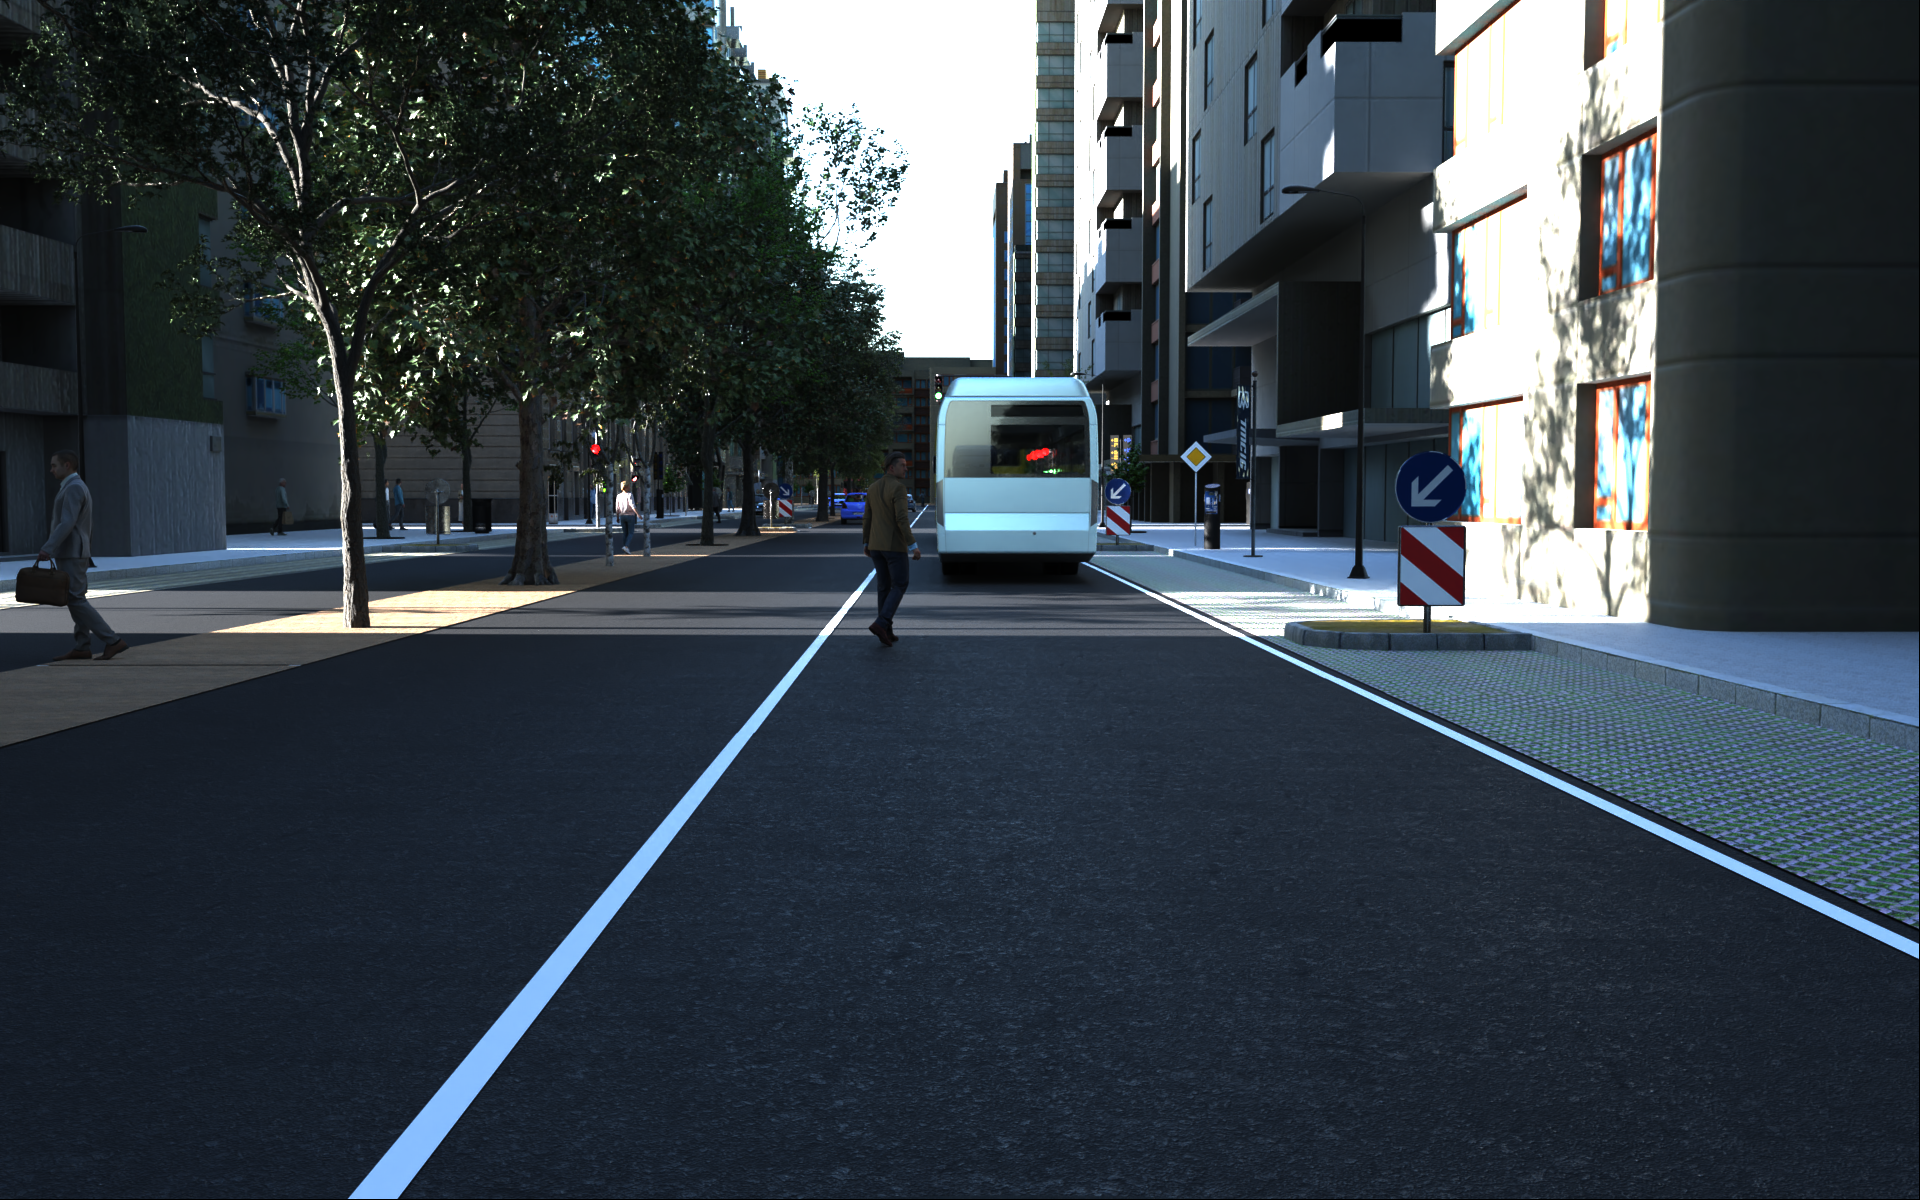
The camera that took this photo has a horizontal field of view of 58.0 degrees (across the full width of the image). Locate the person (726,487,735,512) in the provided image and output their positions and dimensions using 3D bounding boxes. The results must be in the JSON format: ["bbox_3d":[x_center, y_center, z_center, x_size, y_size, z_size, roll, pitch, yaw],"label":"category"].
[{"bbox_3d":[-16.497,-7.193,123.995,0.623,1.781,0.721,3,4,38],"label":"person"}]

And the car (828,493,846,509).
[{"bbox_3d":[-11.258,-9.280,161.324,1.945,1.707,3.694,0,4,-1],"label":"car"}]

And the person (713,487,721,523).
[{"bbox_3d":[-12.245,-4.701,85.763,0.834,1.777,0.661,1,4,13],"label":"person"}]

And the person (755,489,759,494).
[{"bbox_3d":[-14.336,-6.990,122.975,0.728,1.800,0.709,2,4,33],"label":"person"}]

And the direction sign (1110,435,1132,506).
[{"bbox_3d":[6.186,-4.562,66.585,0.876,3.537,0.379,2,4,27],"label":"direction sign"}]

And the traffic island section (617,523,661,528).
[{"bbox_3d":[-13.914,-3.163,73.995,2.009,0.180,2.903,0,4,-1],"label":"traffic island section"}]

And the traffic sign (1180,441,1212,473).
[{"bbox_3d":[5.837,-2.629,42.724,0.795,2.593,0.064,0,4,6],"label":"traffic sign"}]

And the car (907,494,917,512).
[{"bbox_3d":[-4.453,-7.802,139.571,2.014,1.417,4.499,0,4,0],"label":"car"}]

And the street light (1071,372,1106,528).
[{"bbox_3d":[4.914,-5.724,66.132,1.470,5.913,1.316,0,4,-1],"label":"street light"}]

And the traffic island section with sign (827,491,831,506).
[{"bbox_3d":[-15.349,-11.882,202.903,1.989,1.847,2.006,0,4,-1],"label":"traffic island section with sign"}]

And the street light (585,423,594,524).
[{"bbox_3d":[-15.366,-6.213,74.130,1.470,5.913,1.316,0,4,-1],"label":"street light"}]

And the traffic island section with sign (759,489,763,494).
[{"bbox_3d":[-14.303,-7.176,125.954,1.989,1.847,2.006,0,4,-1],"label":"traffic island section with sign"}]

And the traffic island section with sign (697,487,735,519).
[{"bbox_3d":[-13.921,-5.527,99.001,1.989,1.847,2.006,0,4,-1],"label":"traffic island section with sign"}]

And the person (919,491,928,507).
[{"bbox_3d":[-4.173,-11.483,196.322,1.350,1.814,0.705,-3,5,-44],"label":"person"}]

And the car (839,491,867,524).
[{"bbox_3d":[-4.848,-4.498,83.135,1.945,1.707,3.694,0,4,-2],"label":"car"}]

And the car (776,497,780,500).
[{"bbox_3d":[-14.607,-7.482,131.920,1.945,1.707,3.694,0,3,0],"label":"car"}]

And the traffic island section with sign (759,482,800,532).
[{"bbox_3d":[-7.294,-3.559,66.333,2.006,1.907,1.989,0,4,-1],"label":"traffic island section with sign"}]

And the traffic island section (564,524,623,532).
[{"bbox_3d":[-13.805,-2.675,66.010,2.009,0.180,2.903,0,4,-1],"label":"traffic island section"}]

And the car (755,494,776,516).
[{"bbox_3d":[-11.890,-5.766,104.056,2.009,1.686,4.222,0,4,1],"label":"car"}]

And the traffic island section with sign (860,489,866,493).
[{"bbox_3d":[-8.416,-8.608,148.871,2.006,1.907,1.989,0,4,-1],"label":"traffic island section with sign"}]

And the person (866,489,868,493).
[{"bbox_3d":[-7.100,-7.634,133.293,0.573,1.828,0.580,0,4,4],"label":"person"}]

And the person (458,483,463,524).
[{"bbox_3d":[-21.078,-4.093,73.512,0.519,1.759,0.362,0,4,-2],"label":"person"}]

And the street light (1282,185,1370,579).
[{"bbox_3d":[5.536,-3.283,26.220,1.470,5.913,1.316,0,4,-1],"label":"street light"}]

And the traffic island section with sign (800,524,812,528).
[{"bbox_3d":[-7.385,-4.012,73.739,2.006,1.907,1.989,0,4,-1],"label":"traffic island section with sign"}]

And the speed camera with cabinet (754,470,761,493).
[{"bbox_3d":[-16.541,-9.043,142.187,0.660,3.252,2.038,0,4,3],"label":"speed camera with cabinet"}]

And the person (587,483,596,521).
[{"bbox_3d":[-17.404,-4.622,81.876,0.793,1.790,0.793,0,4,-2],"label":"person"}]

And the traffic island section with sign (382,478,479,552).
[{"bbox_3d":[-13.175,-2.123,43.340,1.989,1.847,2.006,0,4,-1],"label":"traffic island section with sign"}]

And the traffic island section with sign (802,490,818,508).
[{"bbox_3d":[-14.971,-10.222,175.749,1.989,1.847,2.006,0,4,-1],"label":"traffic island section with sign"}]

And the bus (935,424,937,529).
[{"bbox_3d":[0.526,-3.831,54.176,2.896,3.916,12.252,0,4,0],"label":"bus"}]

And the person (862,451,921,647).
[{"bbox_3d":[-0.660,-0.495,16.511,0.656,1.842,0.836,1,4,16],"label":"person"}]

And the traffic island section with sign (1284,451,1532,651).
[{"bbox_3d":[4.211,-0.493,16.696,1.989,1.847,2.006,0,4,-1],"label":"traffic island section with sign"}]

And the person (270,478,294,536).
[{"bbox_3d":[-20.939,-2.869,53.435,0.782,1.767,0.515,3,5,45],"label":"person"}]

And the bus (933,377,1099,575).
[{"bbox_3d":[0.874,-2.389,33.920,2.948,3.499,13.247,0,4,0],"label":"bus"}]

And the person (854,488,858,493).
[{"bbox_3d":[-5.913,-5.341,96.181,0.716,1.782,0.532,3,4,38],"label":"person"}]

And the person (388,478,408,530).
[{"bbox_3d":[-19.930,-3.387,61.276,0.748,1.841,0.638,-1,4,-19],"label":"person"}]

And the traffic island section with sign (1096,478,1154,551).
[{"bbox_3d":[3.835,-2.170,44.114,1.989,1.847,2.006,0,4,-1],"label":"traffic island section with sign"}]

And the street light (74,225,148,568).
[{"bbox_3d":[-14.745,-3.519,30.083,1.470,5.913,1.316,0,4,-1],"label":"street light"}]

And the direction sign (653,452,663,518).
[{"bbox_3d":[-16.209,-6.180,93.044,0.379,3.537,0.876,-3,5,-43],"label":"direction sign"}]

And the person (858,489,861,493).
[{"bbox_3d":[-7.039,-6.838,120.528,0.641,1.798,0.478,2,4,30],"label":"person"}]

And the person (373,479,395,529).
[{"bbox_3d":[-21.249,-3.526,63.802,0.850,1.850,0.679,1,4,12],"label":"person"}]

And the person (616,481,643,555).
[{"bbox_3d":[-7.824,-1.936,40.819,0.731,1.740,0.598,1,4,10],"label":"person"}]

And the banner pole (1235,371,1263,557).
[{"bbox_3d":[5.822,-2.756,35.074,0.401,3.779,0.863,3,5,44],"label":"banner pole"}]

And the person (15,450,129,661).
[{"bbox_3d":[-7.629,-0.382,14.865,0.853,1.813,0.709,-2,4,-26],"label":"person"}]

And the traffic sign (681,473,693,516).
[{"bbox_3d":[-16.045,-6.197,101.326,0.884,2.594,0.081,0,4,4],"label":"traffic sign"}]
